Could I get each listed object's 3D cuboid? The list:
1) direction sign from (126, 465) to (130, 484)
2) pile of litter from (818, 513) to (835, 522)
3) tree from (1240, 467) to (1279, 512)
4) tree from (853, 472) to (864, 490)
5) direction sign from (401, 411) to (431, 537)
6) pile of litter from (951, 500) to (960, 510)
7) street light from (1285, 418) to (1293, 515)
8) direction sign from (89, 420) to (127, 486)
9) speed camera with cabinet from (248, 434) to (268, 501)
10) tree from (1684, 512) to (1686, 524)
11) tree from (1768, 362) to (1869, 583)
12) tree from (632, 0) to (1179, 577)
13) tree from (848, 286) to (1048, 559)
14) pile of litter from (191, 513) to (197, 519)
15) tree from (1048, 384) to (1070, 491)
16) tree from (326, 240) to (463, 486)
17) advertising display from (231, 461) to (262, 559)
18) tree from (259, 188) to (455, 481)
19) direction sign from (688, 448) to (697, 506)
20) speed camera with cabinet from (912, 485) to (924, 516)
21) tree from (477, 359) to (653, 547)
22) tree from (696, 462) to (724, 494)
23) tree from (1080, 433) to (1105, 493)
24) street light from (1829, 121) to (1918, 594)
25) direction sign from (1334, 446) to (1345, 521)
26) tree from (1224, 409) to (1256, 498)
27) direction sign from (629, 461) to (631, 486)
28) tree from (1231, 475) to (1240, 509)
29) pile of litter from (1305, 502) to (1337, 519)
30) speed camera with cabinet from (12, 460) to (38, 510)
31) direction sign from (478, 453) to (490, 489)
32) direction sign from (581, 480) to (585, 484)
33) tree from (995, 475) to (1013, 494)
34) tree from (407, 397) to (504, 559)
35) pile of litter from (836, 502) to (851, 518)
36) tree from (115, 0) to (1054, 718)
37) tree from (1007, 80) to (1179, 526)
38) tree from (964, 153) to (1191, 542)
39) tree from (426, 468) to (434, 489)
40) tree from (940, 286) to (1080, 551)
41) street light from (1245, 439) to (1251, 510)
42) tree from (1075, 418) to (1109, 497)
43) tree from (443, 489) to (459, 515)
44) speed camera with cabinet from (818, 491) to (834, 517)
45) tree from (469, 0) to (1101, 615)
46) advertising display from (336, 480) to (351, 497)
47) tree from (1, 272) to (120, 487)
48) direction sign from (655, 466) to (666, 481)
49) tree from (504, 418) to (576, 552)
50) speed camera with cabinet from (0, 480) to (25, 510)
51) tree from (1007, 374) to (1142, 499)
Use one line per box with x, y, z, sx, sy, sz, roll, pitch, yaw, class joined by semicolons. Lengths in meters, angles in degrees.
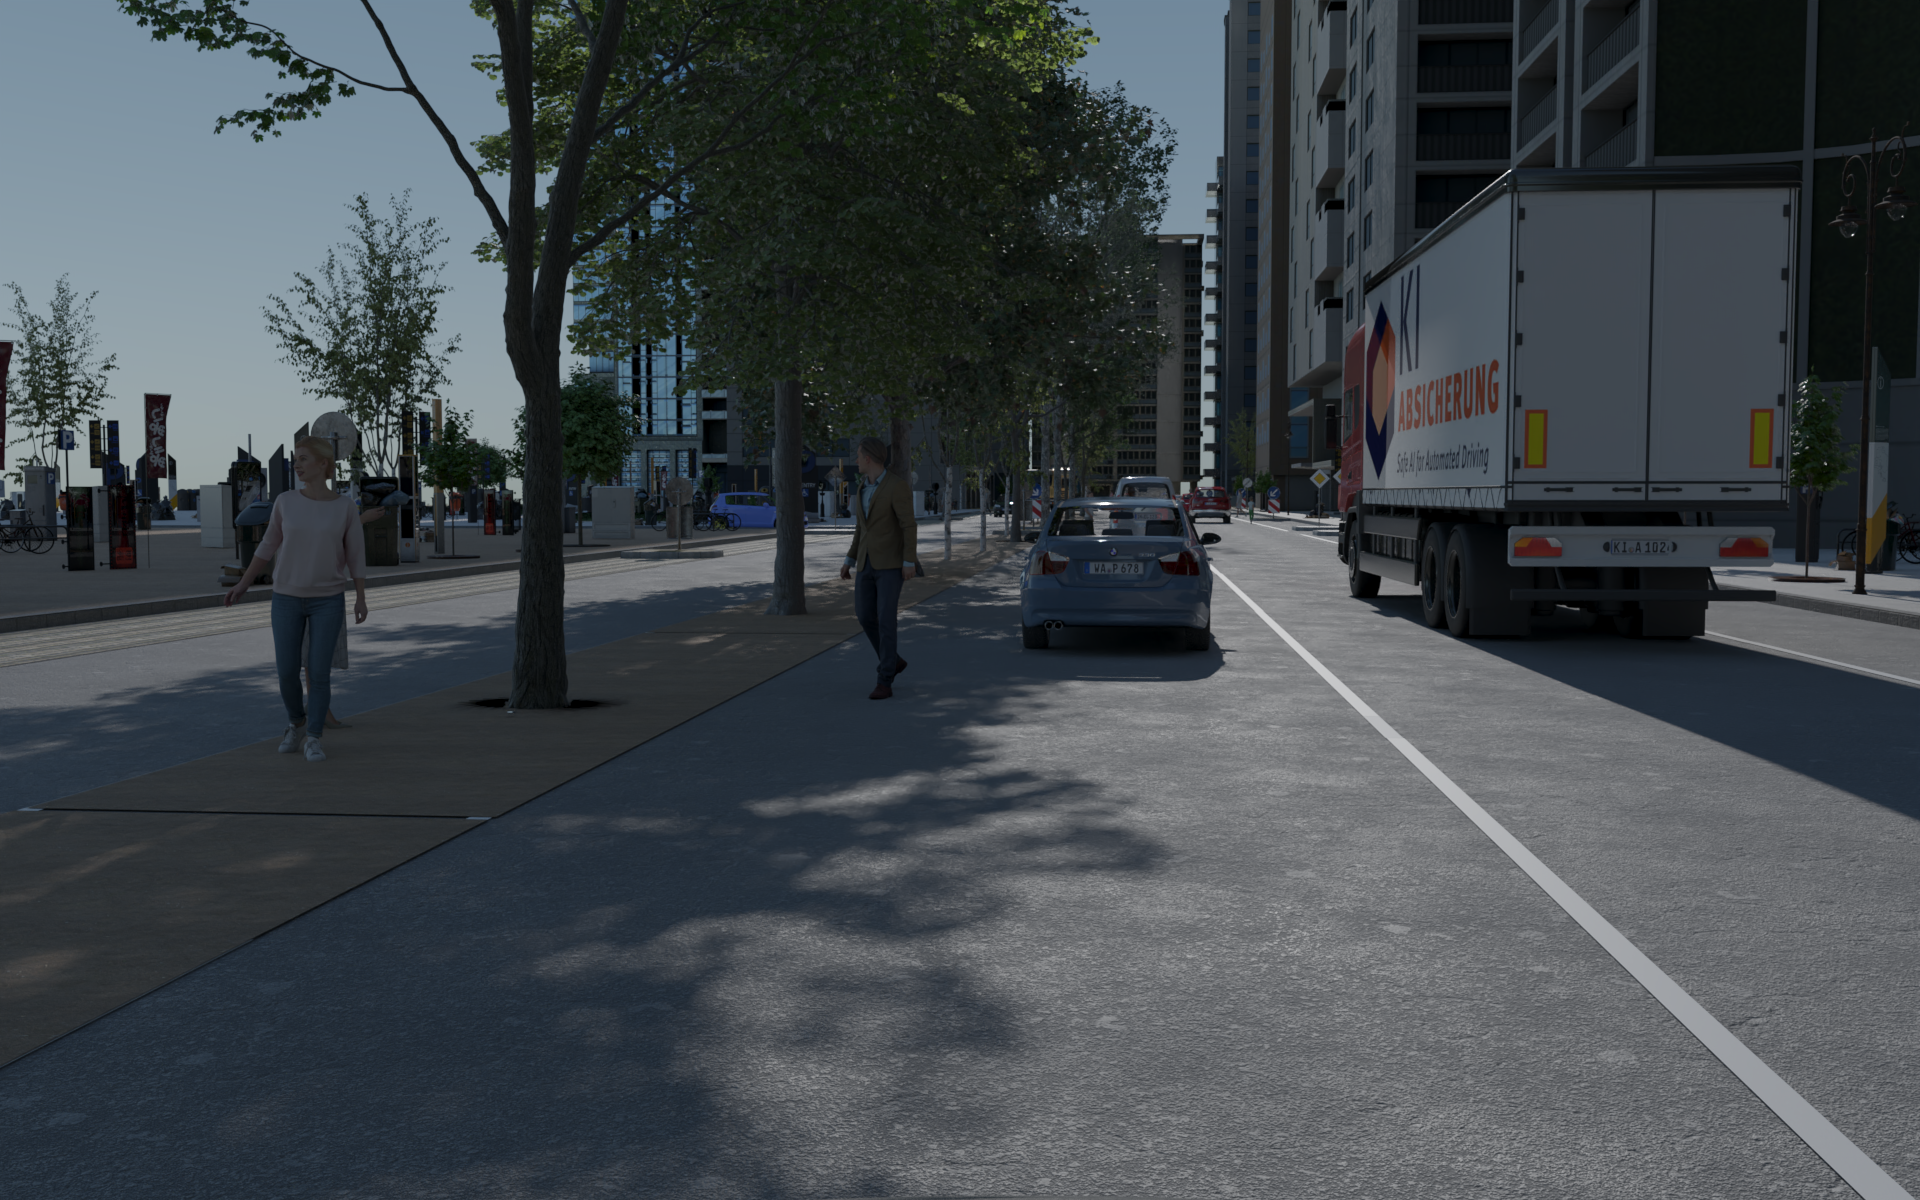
-65.800;-8.845;136.618;0.379;3.537;0.876;1;4;18;direction sign
-6.866;-3.998;79.333;1.719;0.858;1.176;3;5;41;pile of litter
22.087;-8.136;127.625;1.663;3.219;1.824;0;3;0;tree
-4.517;-5.636;86.748;1.663;3.219;1.824;0;3;0;tree
-14.873;-3.392;47.457;0.379;3.537;0.876;3;5;41;direction sign
-0.634;-7.719;140.168;1.176;0.858;1.719;0;4;-4;pile of litter
19.875;-8.067;104.686;0.468;5.910;1.993;0;4;6;street light
-26.171;-3.734;53.041;0.876;3.537;0.379;0;4;-5;direction sign
-23.543;-3.785;56.217;0.660;3.252;2.038;2;4;35;speed camera with cabinet
13.198;-2.260;31.560;1.663;3.219;1.824;0;3;0;tree
12.606;-1.888;25.469;1.663;3.219;1.824;0;3;0;tree
-1.024;-6.749;29.810;9.611;12.733;9.660;0;3;0;tree
-0.256;-5.194;37.737;4.360;8.622;3.978;0;3;0;tree
-40.012;-4.734;91.371;1.176;0.858;1.719;0;4;-5;pile of litter
1.618;-6.527;59.536;4.360;8.622;3.978;0;3;0;tree
-16.689;-6.144;50.813;4.360;8.622;3.978;0;3;0;tree
-14.160;-1.786;34.409;0.123;1.923;0.974;0;4;5;advertising display
-14.103;-5.569;41.421;4.737;8.622;4.395;0;3;0;tree
-13.140;-5.696;85.121;0.379;3.537;0.876;1;4;16;direction sign
-2.829;-6.616;102.507;0.660;3.252;2.038;-2;4;-30;speed camera with cabinet
-9.228;-3.589;42.398;4.285;4.588;4.351;0;3;0;tree
-15.069;-6.639;103.145;1.663;3.219;1.824;0;3;0;tree
9.360;-10.958;131.986;4.737;8.622;4.395;0;3;0;tree
11.534;-3.012;22.027;0.468;5.910;1.993;0;4;6;street light
18.129;-5.501;81.943;0.876;3.537;0.379;-1;4;-10;direction sign
24.469;-12.038;147.186;4.737;8.622;4.395;0;3;0;tree
-22.333;-7.672;117.438;0.379;3.537;0.876;0;4;-5;direction sign
24.505;-9.558;150.875;1.663;3.219;1.824;0;3;0;tree
18.853;-4.693;90.688;1.719;0.858;1.176;2;4;33;pile of litter
-54.655;-6.565;101.670;2.038;3.252;0.660;3;4;38;speed camera with cabinet
-26.064;-6.282;94.706;0.876;3.537;0.379;1;4;19;direction sign
-29.154;-8.615;132.849;0.876;3.537;0.379;-3;5;-40;direction sign
4.203;-10.800;171.174;1.663;3.219;1.824;0;3;0;tree
-10.180;-2.450;34.654;1.663;3.219;1.824;0;3;0;tree
-6.440;-4.780;92.123;1.176;0.858;1.719;3;4;36;pile of litter
-2.727;-5.072;11.139;9.928;11.665;9.643;0;3;0;tree
2.539;-13.242;74.852;12.611;20.169;13.585;0;3;0;tree
1.682;-8.455;51.070;12.009;13.543;11.850;0;3;0;tree
-31.308;-7.518;106.627;4.285;4.588;4.351;0;3;0;tree
0.599;-5.505;42.828;4.737;8.622;4.395;0;3;0;tree
23.545;-10.341;141.866;0.468;5.910;1.993;0;4;6;street light
9.229;-10.655;127.023;4.360;8.622;3.978;0;3;0;tree
-27.048;-7.016;98.425;4.285;4.588;4.351;0;3;0;tree
-8.224;-6.381;98.673;2.038;3.252;0.660;1;4;17;speed camera with cabinet
-2.096;-6.117;20.591;7.486;12.596;7.792;0;3;0;tree
-28.918;-4.662;81.431;0.974;1.923;0.123;-3;5;-43;advertising display
-30.489;-6.587;58.067;4.737;8.622;4.395;0;3;0;tree
-23.841;-8.935;138.077;0.876;3.537;0.379;-1;4;-12;direction sign
-9.223;-2.671;38.267;1.663;3.219;1.824;0;3;0;tree
-60.510;-7.094;110.317;2.038;3.252;0.660;-3;5;-41;speed camera with cabinet
6.126;-9.863;98.137;8.767;10.594;7.601;0;4;6;tree
